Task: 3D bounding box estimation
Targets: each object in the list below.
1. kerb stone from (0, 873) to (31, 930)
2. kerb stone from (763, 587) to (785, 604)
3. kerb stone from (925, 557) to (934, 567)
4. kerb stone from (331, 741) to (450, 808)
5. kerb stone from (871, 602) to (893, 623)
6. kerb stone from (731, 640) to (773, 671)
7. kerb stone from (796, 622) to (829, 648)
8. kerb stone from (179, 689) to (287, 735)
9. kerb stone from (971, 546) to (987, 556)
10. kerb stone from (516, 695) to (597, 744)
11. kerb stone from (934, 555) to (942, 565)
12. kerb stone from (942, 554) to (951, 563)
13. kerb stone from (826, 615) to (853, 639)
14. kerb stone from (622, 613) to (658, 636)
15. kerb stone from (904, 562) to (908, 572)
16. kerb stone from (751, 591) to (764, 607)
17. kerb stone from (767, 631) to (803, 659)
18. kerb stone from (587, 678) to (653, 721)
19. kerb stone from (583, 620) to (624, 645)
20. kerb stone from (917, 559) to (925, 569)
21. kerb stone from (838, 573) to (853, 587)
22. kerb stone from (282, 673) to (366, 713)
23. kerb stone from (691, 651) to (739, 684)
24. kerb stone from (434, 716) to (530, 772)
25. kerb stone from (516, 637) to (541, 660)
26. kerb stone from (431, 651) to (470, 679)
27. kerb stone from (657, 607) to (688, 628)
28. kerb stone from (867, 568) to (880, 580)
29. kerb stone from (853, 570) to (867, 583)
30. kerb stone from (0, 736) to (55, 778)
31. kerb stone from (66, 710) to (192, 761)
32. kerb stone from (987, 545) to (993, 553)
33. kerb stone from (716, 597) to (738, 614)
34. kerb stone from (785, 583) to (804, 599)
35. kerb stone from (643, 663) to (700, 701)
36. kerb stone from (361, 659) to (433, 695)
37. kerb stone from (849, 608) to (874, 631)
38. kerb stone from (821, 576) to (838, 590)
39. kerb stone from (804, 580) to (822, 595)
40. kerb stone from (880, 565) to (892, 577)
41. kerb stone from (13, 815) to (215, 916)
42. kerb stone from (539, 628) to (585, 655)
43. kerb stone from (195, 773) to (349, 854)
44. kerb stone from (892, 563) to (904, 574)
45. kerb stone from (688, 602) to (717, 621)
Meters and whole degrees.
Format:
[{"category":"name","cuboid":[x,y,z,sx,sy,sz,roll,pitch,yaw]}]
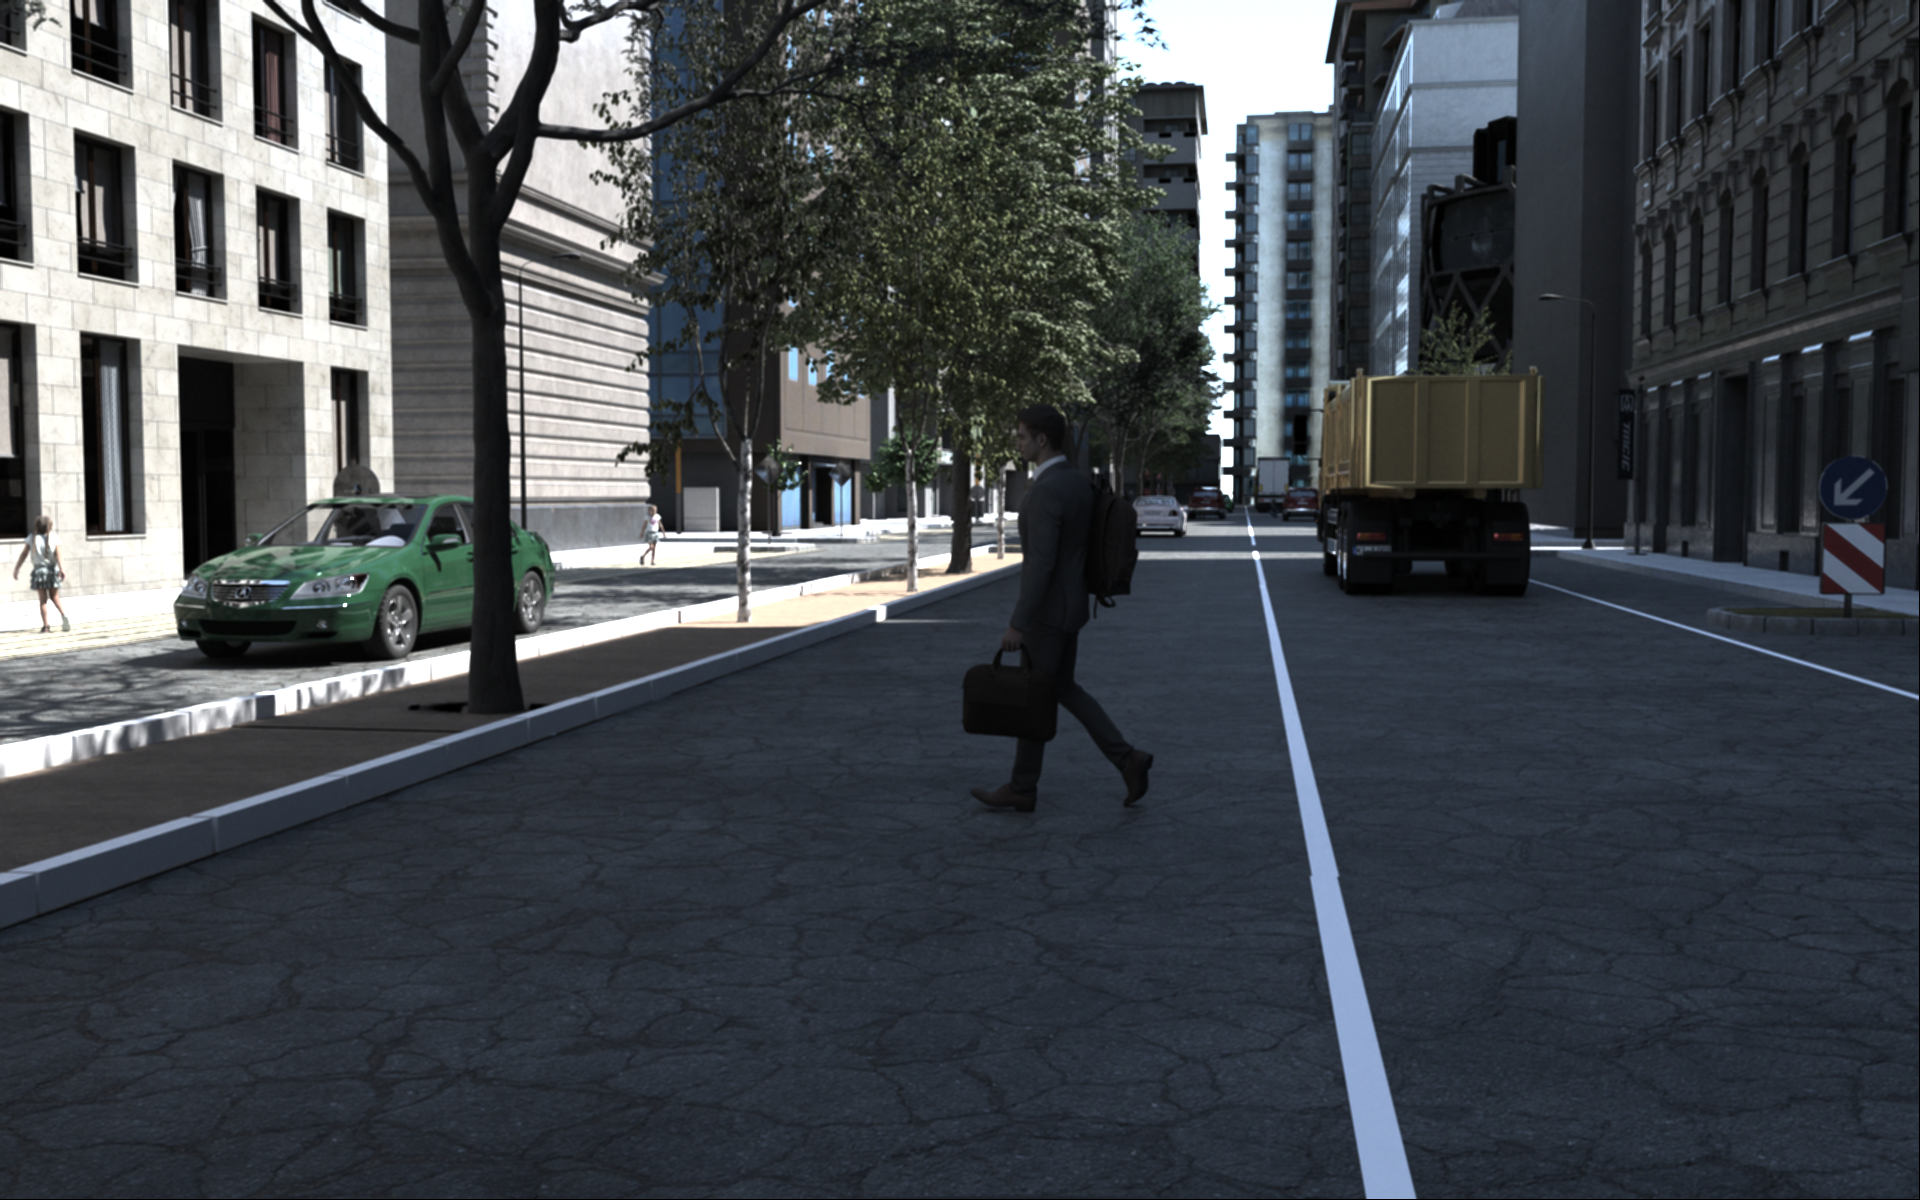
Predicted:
[{"category":"kerb stone","cuboid":[-3.263,1.029,5.371,0.120,0.150,1.000,1,4,9]},{"category":"kerb stone","cuboid":[-2.534,-0.042,22.883,0.120,0.150,1.000,1,4,9]},{"category":"kerb stone","cuboid":[-0.711,-0.723,34.018,0.120,0.150,1.000,1,4,9]},{"category":"kerb stone","cuboid":[-2.768,0.844,8.397,0.120,0.150,1.000,1,4,9]},{"category":"kerb stone","cuboid":[-0.948,0.162,19.542,0.120,0.150,1.000,1,4,9]},{"category":"kerb stone","cuboid":[-1.776,0.473,14.470,0.120,0.150,1.000,1,4,9]},{"category":"kerb stone","cuboid":[-1.446,0.349,16.489,0.120,0.150,1.000,1,4,9]},{"category":"kerb stone","cuboid":[-4.520,0.701,10.739,0.120,0.150,1.000,1,4,9]},{"category":"kerb stone","cuboid":[0.447,-1.157,41.112,0.120,0.150,1.000,1,4,9]},{"category":"kerb stone","cuboid":[-2.446,0.720,10.431,0.120,0.150,1.000,1,4,9]},{"category":"kerb stone","cuboid":[-0.553,-0.785,35.028,0.120,0.150,1.000,1,4,9]},{"category":"kerb stone","cuboid":[-0.377,-0.843,36.046,0.120,0.150,1.000,1,4,9]},{"category":"kerb stone","cuboid":[-1.282,0.288,17.517,0.120,0.150,1.000,1,4,9]},{"category":"kerb stone","cuboid":[-3.356,0.270,17.821,0.120,0.150,1.000,1,4,9]},{"category":"kerb stone","cuboid":[-1.039,-0.599,32.000,0.120,0.150,1.000,1,4,9]},{"category":"kerb stone","cuboid":[-2.699,0.022,21.867,0.120,0.150,1.000,1,4,9]},{"category":"kerb stone","cuboid":[-1.614,0.411,15.479,0.120,0.150,1.000,1,4,9]},{"category":"kerb stone","cuboid":[-2.270,0.658,11.443,0.120,0.150,1.000,1,4,9]},{"category":"kerb stone","cuboid":[-3.522,0.330,16.806,0.120,0.150,1.000,1,4,9]},{"category":"kerb stone","cuboid":[-0.872,-0.658,33.008,0.120,0.150,1.000,1,4,9]},{"category":"kerb stone","cuboid":[-1.872,-0.290,26.931,0.120,0.150,1.000,1,4,9]},{"category":"kerb stone","cuboid":[-4.358,0.639,11.752,0.120,0.150,1.000,1,4,9]},{"category":"kerb stone","cuboid":[-1.944,0.534,13.461,0.120,0.150,1.000,1,4,9]},{"category":"kerb stone","cuboid":[-2.611,0.782,9.410,0.120,0.150,1.000,1,4,9]},{"category":"kerb stone","cuboid":[-3.858,0.454,14.777,0.120,0.150,1.000,1,4,9]},{"category":"kerb stone","cuboid":[-4.021,0.519,13.768,0.120,0.150,1.000,1,4,9]},{"category":"kerb stone","cuboid":[-3.197,0.206,18.832,0.120,0.150,1.000,1,4,9]},{"category":"kerb stone","cuboid":[-1.549,-0.410,28.963,0.120,0.150,1.000,1,4,9]},{"category":"kerb stone","cuboid":[-1.712,-0.352,27.954,0.120,0.150,1.000,1,4,9]},{"category":"kerb stone","cuboid":[-4.852,0.829,8.706,0.120,0.150,1.000,1,4,9]},{"category":"kerb stone","cuboid":[-4.685,0.768,9.728,0.120,0.150,1.000,1,4,9]},{"category":"kerb stone","cuboid":[0.616,-1.216,42.127,0.120,0.150,1.000,1,4,9]},{"category":"kerb stone","cuboid":[-2.864,0.090,20.859,0.120,0.150,1.000,1,4,9]},{"category":"kerb stone","cuboid":[-2.366,-0.104,23.891,0.120,0.150,1.000,1,4,9]},{"category":"kerb stone","cuboid":[-2.102,0.596,12.452,0.120,0.150,1.000,1,4,9]},{"category":"kerb stone","cuboid":[-4.194,0.577,12.761,0.120,0.150,1.000,1,4,9]},{"category":"kerb stone","cuboid":[-1.110,0.225,18.524,0.120,0.150,1.000,1,4,9]},{"category":"kerb stone","cuboid":[-2.035,-0.228,25.920,0.120,0.150,1.000,1,4,9]},{"category":"kerb stone","cuboid":[-2.200,-0.165,24.906,0.120,0.150,1.000,1,4,9]},{"category":"kerb stone","cuboid":[-1.372,-0.476,29.975,0.120,0.150,1.000,1,4,9]},{"category":"kerb stone","cuboid":[-3.102,0.968,6.381,0.120,0.150,1.000,1,4,9]},{"category":"kerb stone","cuboid":[-3.690,0.392,15.798,0.120,0.150,1.000,1,4,9]},{"category":"kerb stone","cuboid":[-2.929,0.906,7.388,0.120,0.150,1.000,1,4,9]},{"category":"kerb stone","cuboid":[-1.212,-0.534,30.985,0.120,0.150,1.000,1,4,9]},{"category":"kerb stone","cuboid":[-3.024,0.150,19.849,0.120,0.150,1.000,1,4,9]}]
